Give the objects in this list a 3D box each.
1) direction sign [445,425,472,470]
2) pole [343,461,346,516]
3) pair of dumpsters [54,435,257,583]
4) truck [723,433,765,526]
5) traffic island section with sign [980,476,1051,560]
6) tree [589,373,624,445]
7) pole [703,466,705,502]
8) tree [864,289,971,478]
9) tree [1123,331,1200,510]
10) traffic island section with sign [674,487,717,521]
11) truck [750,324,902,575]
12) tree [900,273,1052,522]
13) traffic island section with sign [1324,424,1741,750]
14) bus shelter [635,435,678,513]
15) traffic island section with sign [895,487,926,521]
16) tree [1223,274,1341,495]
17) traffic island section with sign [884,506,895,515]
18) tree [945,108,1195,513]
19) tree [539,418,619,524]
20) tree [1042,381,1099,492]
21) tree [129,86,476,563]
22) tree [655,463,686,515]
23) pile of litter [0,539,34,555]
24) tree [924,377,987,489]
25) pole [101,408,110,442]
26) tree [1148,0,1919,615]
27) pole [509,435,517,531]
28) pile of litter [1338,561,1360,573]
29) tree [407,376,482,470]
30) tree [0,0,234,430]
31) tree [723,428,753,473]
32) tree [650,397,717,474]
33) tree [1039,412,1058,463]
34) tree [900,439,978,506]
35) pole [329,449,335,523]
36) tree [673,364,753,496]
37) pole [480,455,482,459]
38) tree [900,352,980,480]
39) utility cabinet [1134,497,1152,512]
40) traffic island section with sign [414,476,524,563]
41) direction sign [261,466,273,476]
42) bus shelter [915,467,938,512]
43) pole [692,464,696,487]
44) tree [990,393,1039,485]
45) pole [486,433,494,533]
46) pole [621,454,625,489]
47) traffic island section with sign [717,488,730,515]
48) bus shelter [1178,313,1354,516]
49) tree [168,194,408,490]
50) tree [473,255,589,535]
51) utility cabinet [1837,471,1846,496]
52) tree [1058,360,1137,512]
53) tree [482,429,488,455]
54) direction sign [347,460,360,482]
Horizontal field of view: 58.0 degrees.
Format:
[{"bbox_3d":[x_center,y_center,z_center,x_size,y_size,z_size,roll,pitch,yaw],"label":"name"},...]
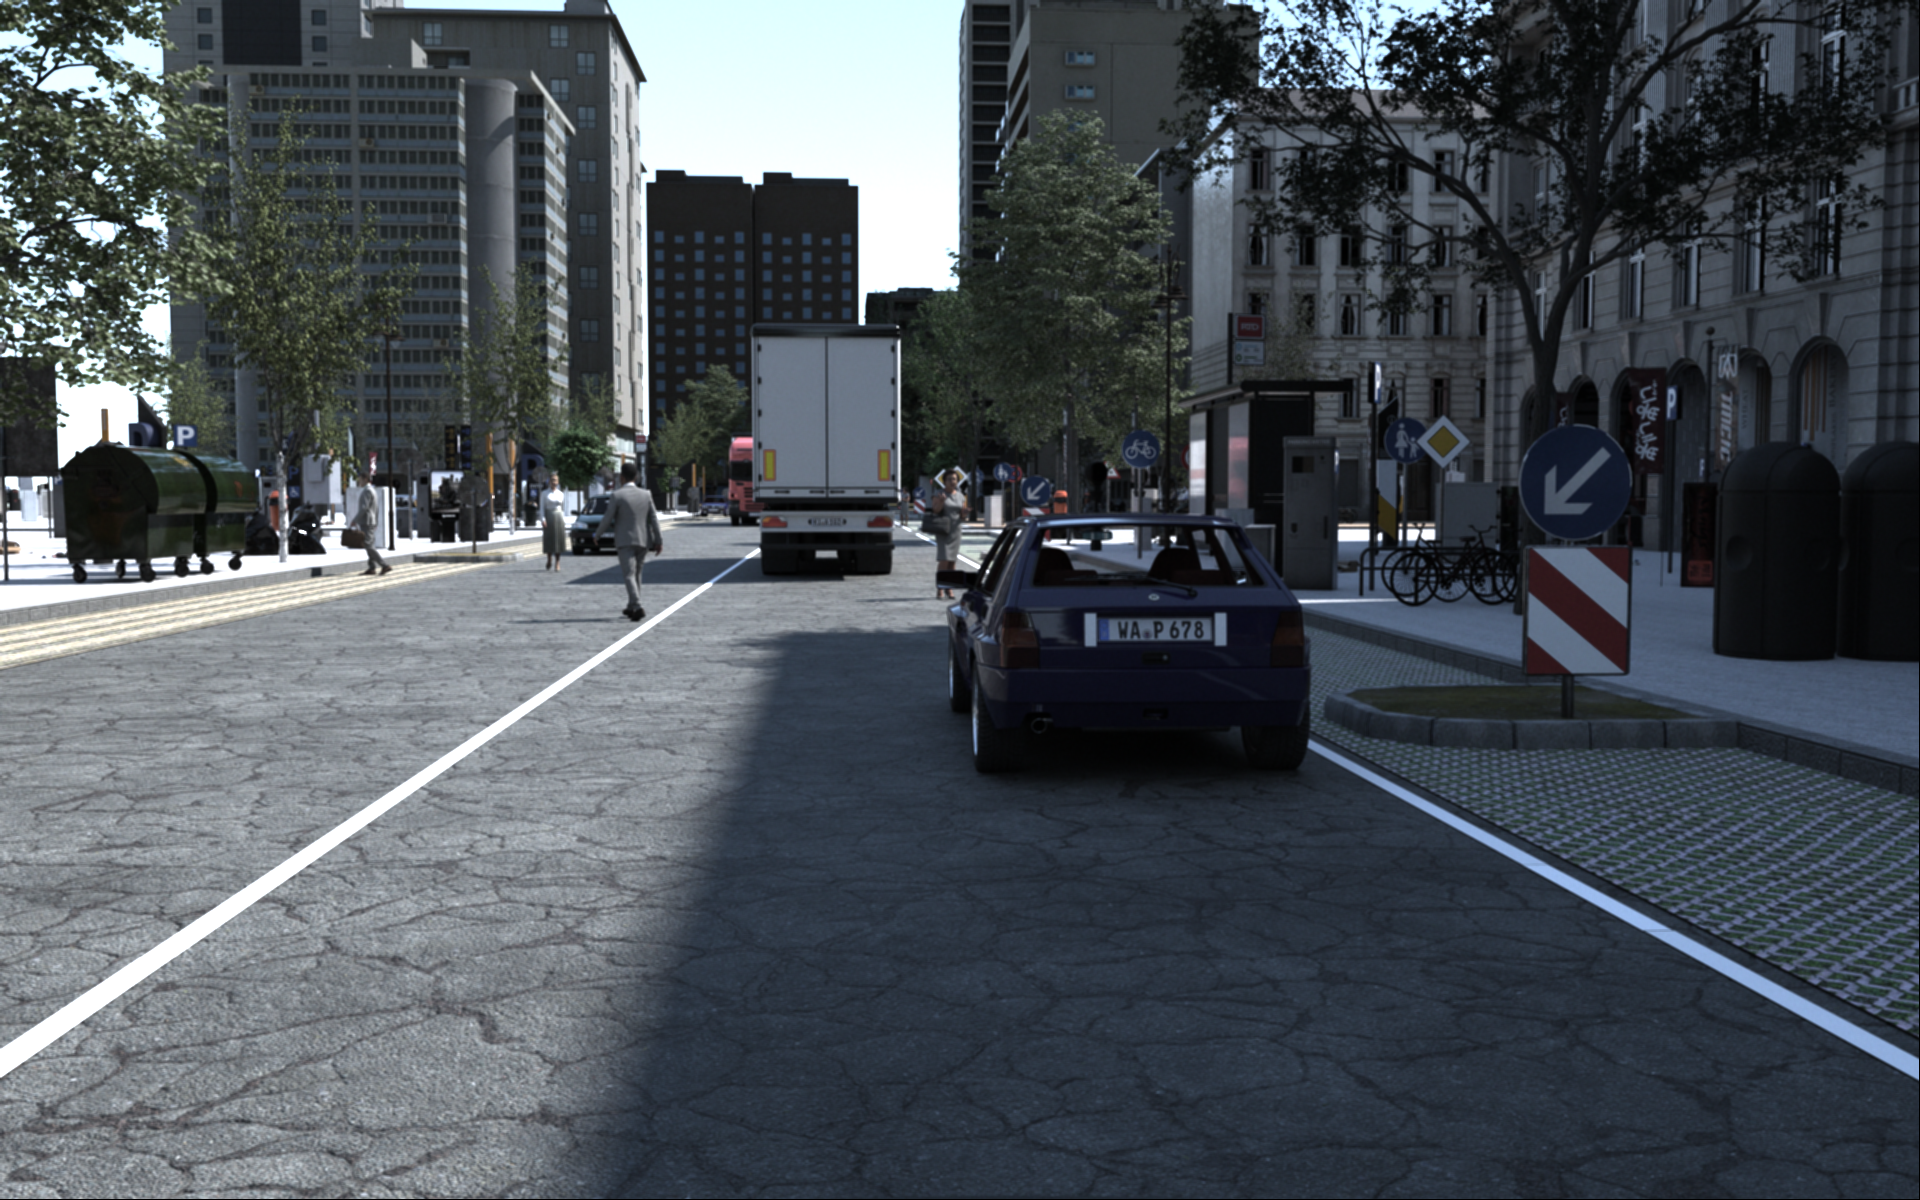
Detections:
[{"bbox_3d":[-16.512,-3.979,57.058,0.876,3.537,0.379,0,4,3],"label":"direction sign"},{"bbox_3d":[-36.123,-6.597,101.710,0.158,3.312,0.155,0,3,0],"label":"pole"},{"bbox_3d":[-12.430,-1.497,26.962,1.574,2.255,4.437,0,4,-4],"label":"pair of dumpsters"},{"bbox_3d":[-9.291,-5.653,81.337,2.839,4.237,11.283,0,4,-3],"label":"truck"},{"bbox_3d":[1.468,-1.785,37.815,1.989,1.847,2.006,0,4,-4],"label":"traffic island section with sign"},{"bbox_3d":[-22.224,-9.407,104.164,4.737,8.622,4.395,0,3,0],"label":"tree"},{"bbox_3d":[-18.878,-8.182,127.617,0.158,3.312,0.155,0,3,0],"label":"pole"},{"bbox_3d":[-5.148,-18.637,160.608,12.611,20.169,13.585,0,3,0],"label":"tree"},{"bbox_3d":[9.099,-7.805,77.972,4.737,8.622,4.395,0,3,0],"label":"tree"},{"bbox_3d":[-14.142,-5.109,92.156,1.989,1.847,2.006,0,4,-4],"label":"traffic island section with sign"},{"bbox_3d":[-2.652,-2.770,34.196,2.839,4.237,11.283,0,4,-5],"label":"truck"},{"bbox_3d":[0.756,-9.448,80.222,9.928,11.665,9.643,0,3,0],"label":"tree"},{"bbox_3d":[3.334,-0.120,10.597,1.989,1.847,2.006,0,4,-4],"label":"traffic island section with sign"},{"bbox_3d":[-21.107,-8.728,120.342,2.179,5.291,8.768,0,4,-4],"label":"bus shelter"},{"bbox_3d":[-2.328,-5.187,93.432,1.989,1.847,2.006,0,4,-4],"label":"traffic island section with sign"},{"bbox_3d":[10.891,-6.622,58.635,4.360,8.622,3.978,0,3,0],"label":"tree"},{"bbox_3d":[-4.156,-6.832,120.325,1.989,1.847,2.006,0,4,-4],"label":"traffic island section with sign"},{"bbox_3d":[3.010,-8.189,52.022,7.486,12.596,7.792,0,3,0],"label":"tree"},{"bbox_3d":[-16.318,-5.502,73.673,4.285,4.588,4.351,0,3,0],"label":"tree"},{"bbox_3d":[6.930,-9.717,109.233,4.737,8.622,4.395,0,3,0],"label":"tree"},{"bbox_3d":[-12.405,-4.993,31.998,4.737,8.622,4.395,0,3,0],"label":"tree"},{"bbox_3d":[-18.843,-7.204,112.392,1.663,3.219,1.824,0,3,0],"label":"tree"},{"bbox_3d":[-20.521,-1.393,36.738,1.176,0.858,1.719,3,5,42],"label":"pile of litter"},{"bbox_3d":[-0.421,-9.738,109.574,4.737,8.622,4.395,0,3,0],"label":"tree"},{"bbox_3d":[-20.277,-2.894,41.157,0.158,3.312,0.155,0,3,0],"label":"pole"},{"bbox_3d":[5.906,-5.099,17.783,8.767,10.594,7.601,1,4,18],"label":"tree"},{"bbox_3d":[-15.319,-4.003,59.292,0.158,3.312,0.155,0,3,0],"label":"pole"},{"bbox_3d":[6.134,-0.925,29.094,1.176,0.858,1.719,1,4,12],"label":"pile of litter"},{"bbox_3d":[-32.675,-9.571,106.854,4.360,8.622,3.978,0,3,0],"label":"tree"},{"bbox_3d":[-12.005,-6.151,18.701,7.486,12.596,7.792,0,3,0],"label":"tree"},{"bbox_3d":[-24.921,-15.141,197.912,4.360,8.622,3.978,0,3,0],"label":"tree"},{"bbox_3d":[-20.591,-11.061,131.203,4.737,8.622,4.395,0,3,0],"label":"tree"},{"bbox_3d":[7.392,-9.409,104.199,4.360,8.622,3.978,0,3,0],"label":"tree"},{"bbox_3d":[-0.674,-7.210,101.591,4.285,4.588,4.351,0,3,0],"label":"tree"},{"bbox_3d":[-28.308,-5.150,78.042,0.158,3.312,0.155,0,3,0],"label":"pole"},{"bbox_3d":[-21.151,-14.230,150.788,7.486,12.596,7.792,0,3,0],"label":"tree"},{"bbox_3d":[-25.124,-5.929,90.783,0.158,3.312,0.155,0,3,0],"label":"pole"},{"bbox_3d":[-3.069,-13.381,135.789,9.611,12.733,9.660,0,3,0],"label":"tree"},{"bbox_3d":[4.201,-1.748,39.740,0.306,1.237,1.020,0,4,-2],"label":"utility cabinet"},{"bbox_3d":[-10.358,-1.719,36.733,1.989,1.847,2.006,0,4,-4],"label":"traffic island section with sign"},{"bbox_3d":[-55.699,-9.003,139.196,0.876,3.537,0.379,-1,4,-18],"label":"direction sign"},{"bbox_3d":[-2.068,-7.916,123.356,2.014,3.302,5.546,0,4,-4],"label":"bus shelter"},{"bbox_3d":[-17.915,-7.512,116.669,0.158,3.312,0.155,0,3,0],"label":"pole"},{"bbox_3d":[4.266,-10.762,126.326,4.360,8.622,3.978,0,3,0],"label":"tree"},{"bbox_3d":[-15.618,-3.895,57.522,0.158,3.312,0.155,0,3,0],"label":"pole"},{"bbox_3d":[-17.071,-5.747,87.813,0.158,3.312,0.155,0,3,0],"label":"pole"},{"bbox_3d":[-15.965,-6.754,119.050,1.989,1.847,2.006,0,4,-4],"label":"traffic island section with sign"},{"bbox_3d":[5.913,-3.578,36.137,2.179,5.291,8.768,0,4,-4],"label":"bus shelter"},{"bbox_3d":[-16.659,-5.670,43.074,4.360,8.622,3.978,0,3,0],"label":"tree"},{"bbox_3d":[-14.044,-6.330,53.851,4.737,8.622,4.395,0,3,0],"label":"tree"},{"bbox_3d":[8.161,-0.513,17.062,0.318,1.500,1.173,-1,4,-17],"label":"utility cabinet"},{"bbox_3d":[7.910,-8.731,93.108,4.360,8.622,3.978,0,3,0],"label":"tree"},{"bbox_3d":[-36.748,-10.818,127.244,4.360,8.622,3.978,0,3,0],"label":"tree"},{"bbox_3d":[-40.384,-7.547,115.384,0.876,3.537,0.379,1,4,9],"label":"direction sign"}]
